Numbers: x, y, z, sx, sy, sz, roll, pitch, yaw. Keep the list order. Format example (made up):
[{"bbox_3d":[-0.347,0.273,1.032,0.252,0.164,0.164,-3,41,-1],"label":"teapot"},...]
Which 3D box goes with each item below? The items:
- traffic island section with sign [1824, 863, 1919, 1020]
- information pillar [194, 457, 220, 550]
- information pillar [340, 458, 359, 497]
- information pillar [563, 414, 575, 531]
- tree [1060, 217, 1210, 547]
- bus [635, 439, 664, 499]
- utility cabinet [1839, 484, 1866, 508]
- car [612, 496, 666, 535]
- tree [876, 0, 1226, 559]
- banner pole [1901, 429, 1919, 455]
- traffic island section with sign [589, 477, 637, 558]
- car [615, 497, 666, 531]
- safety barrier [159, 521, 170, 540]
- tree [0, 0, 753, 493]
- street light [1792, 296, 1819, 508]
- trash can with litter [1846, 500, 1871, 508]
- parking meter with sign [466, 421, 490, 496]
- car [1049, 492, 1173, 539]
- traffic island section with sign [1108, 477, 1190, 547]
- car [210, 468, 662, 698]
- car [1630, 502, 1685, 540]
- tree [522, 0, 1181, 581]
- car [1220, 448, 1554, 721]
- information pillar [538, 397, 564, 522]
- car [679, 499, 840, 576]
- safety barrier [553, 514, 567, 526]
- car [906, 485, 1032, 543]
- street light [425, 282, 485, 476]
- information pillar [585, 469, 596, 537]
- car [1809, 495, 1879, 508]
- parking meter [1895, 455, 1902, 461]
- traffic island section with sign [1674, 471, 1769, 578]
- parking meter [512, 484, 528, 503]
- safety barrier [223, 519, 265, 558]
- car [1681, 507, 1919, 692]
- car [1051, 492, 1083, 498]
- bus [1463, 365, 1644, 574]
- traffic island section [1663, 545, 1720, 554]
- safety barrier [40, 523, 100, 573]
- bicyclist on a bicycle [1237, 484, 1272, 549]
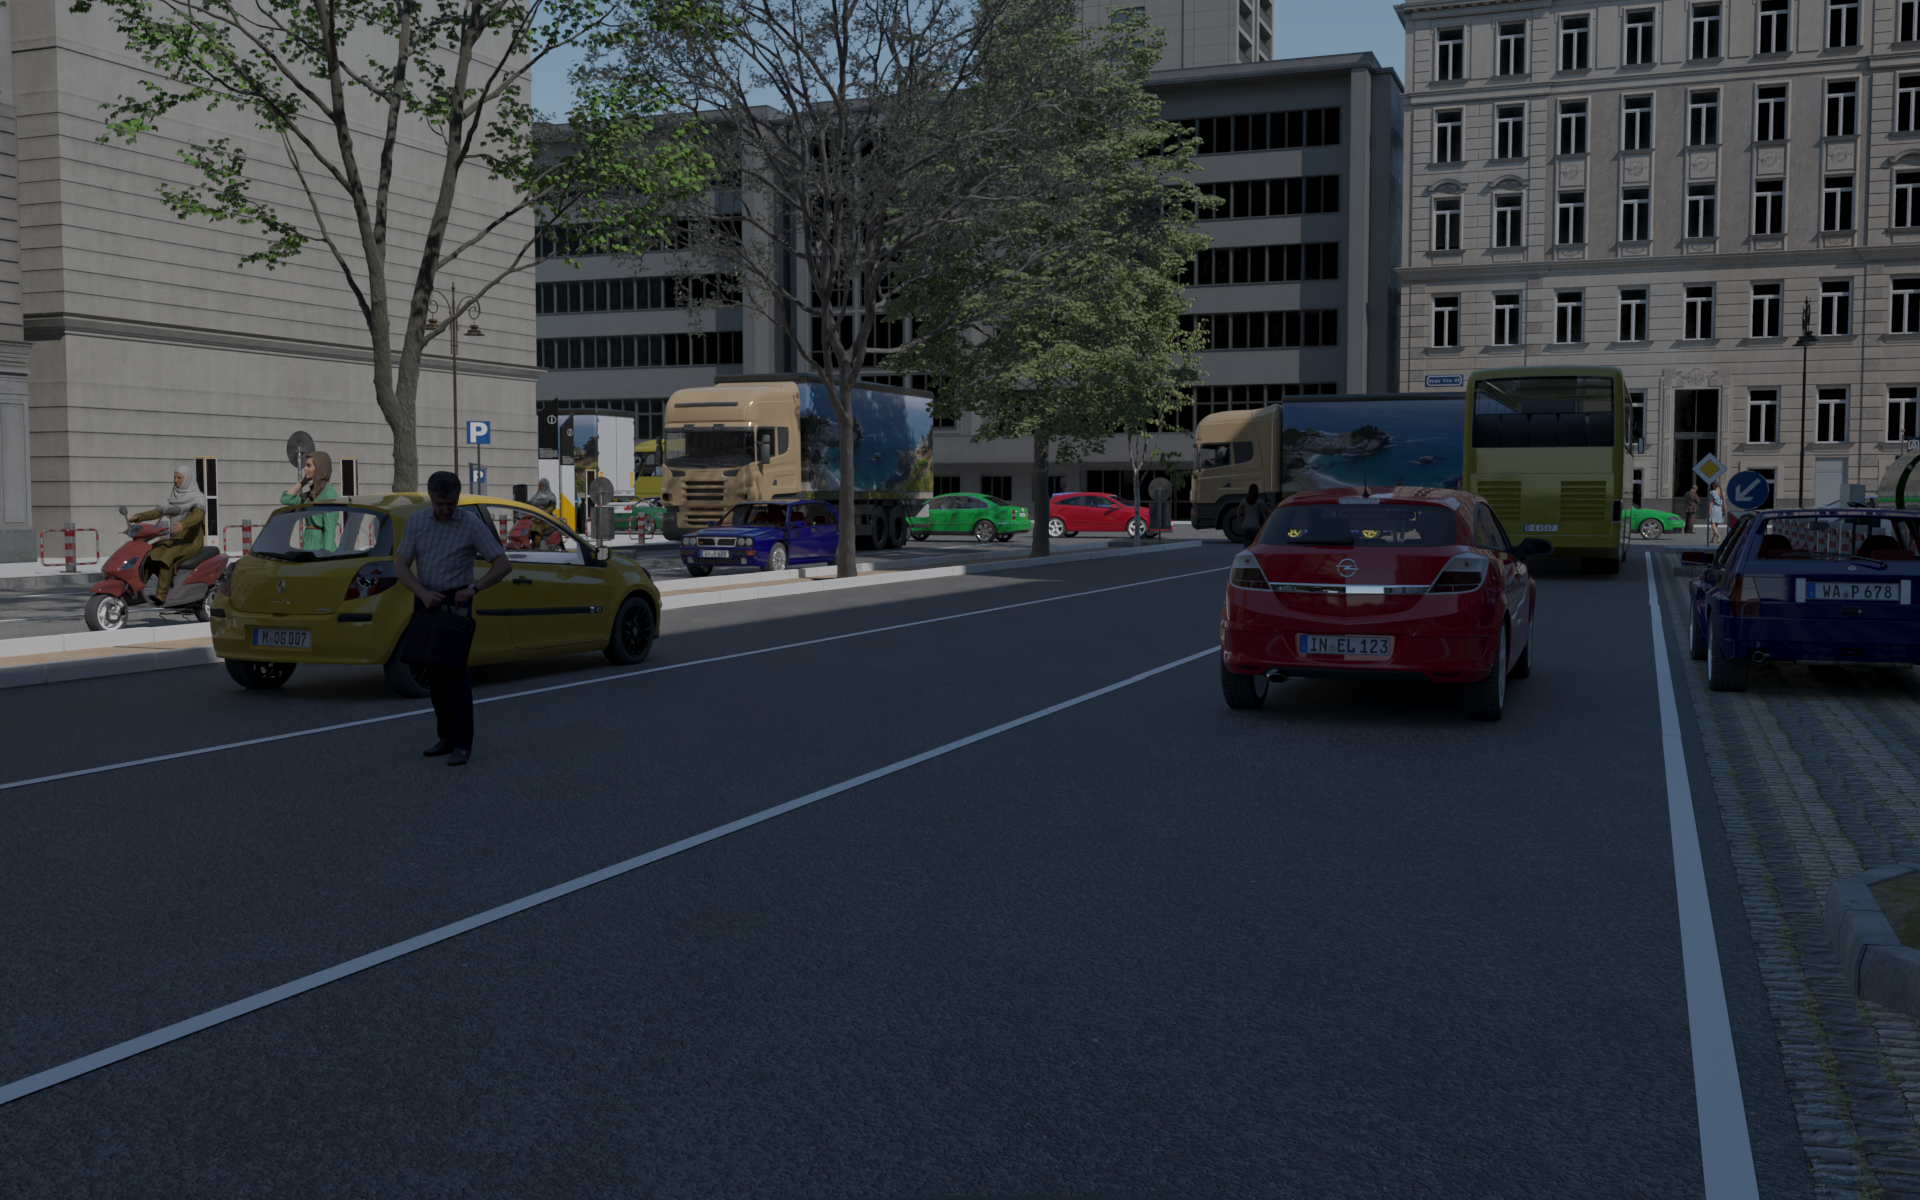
[{"bbox_3d":[3.634,0.226,4.926,1.989,1.847,2.006,1,4,21],"label":"traffic island section with sign"},{"bbox_3d":[-14.902,-1.822,34.281,0.304,2.012,0.304,2,4,28],"label":"information pillar"},{"bbox_3d":[-12.413,-1.881,35.247,0.304,2.012,0.304,-1,4,-8],"label":"information pillar"},{"bbox_3d":[-11.379,-3.601,50.234,0.183,3.616,0.504,2,4,34],"label":"information pillar"},{"bbox_3d":[4.485,-5.568,43.849,4.737,8.622,4.395,0,3,0],"label":"tree"},{"bbox_3d":[-10.081,-5.204,76.630,12.252,3.916,2.896,1,4,23],"label":"bus"},{"bbox_3d":[19.048,-1.731,36.973,0.318,1.500,1.173,1,4,17],"label":"utility cabinet"},{"bbox_3d":[-12.104,-3.076,62.083,4.920,1.459,2.131,1,4,19],"label":"car"},{"bbox_3d":[1.789,-7.143,37.374,7.486,12.596,7.792,0,3,0],"label":"tree"},{"bbox_3d":[36.496,-4.688,66.663,0.863,3.779,0.401,3,4,36],"label":"banner pole"},{"bbox_3d":[-8.331,-1.839,38.702,1.989,1.847,2.006,1,4,21],"label":"traffic island section with sign"},{"bbox_3d":[-11.737,-3.318,66.829,3.894,1.354,1.945,1,4,22],"label":"car"},{"bbox_3d":[-13.743,-0.956,29.903,0.300,0.817,1.120,1,4,21],"label":"safety barrier"},{"bbox_3d":[-5.759,-5.466,17.588,9.928,11.665,9.643,0,3,0],"label":"tree"},{"bbox_3d":[19.785,-4.150,40.645,0.468,5.910,1.993,1,4,21],"label":"street light"},{"bbox_3d":[16.499,-1.219,31.310,1.055,1.170,0.624,0,4,-7],"label":"trash can with litter"},{"bbox_3d":[-11.702,-2.808,42.165,0.543,3.016,1.738,-1,4,-15],"label":"parking meter with sign"},{"bbox_3d":[4.750,-2.909,56.607,4.494,1.783,2.155,1,4,21],"label":"car"},{"bbox_3d":[5.276,-2.382,47.075,2.006,1.907,1.989,1,4,21],"label":"traffic island section with sign"},{"bbox_3d":[-3.945,-0.217,13.766,2.015,1.641,3.980,1,4,23],"label":"car"},{"bbox_3d":[20.558,-2.838,55.196,4.718,1.807,1.959,1,4,23],"label":"car"},{"bbox_3d":[-1.875,-7.037,27.877,12.009,13.543,11.850,0,3,0],"label":"tree"},{"bbox_3d":[3.168,-0.219,12.629,2.155,1.783,4.494,1,4,22],"label":"car"},{"bbox_3d":[-9.873,-3.076,41.654,0.504,3.616,0.183,-1,4,-11],"label":"information pillar"},{"bbox_3d":[-3.400,-1.125,30.973,1.945,1.354,3.894,1,4,23],"label":"car"},{"bbox_3d":[-9.538,-1.612,40.624,0.300,0.817,1.120,1,4,21],"label":"safety barrier"},{"bbox_3d":[-0.215,-2.654,52.195,4.718,1.807,1.959,1,4,21],"label":"car"},{"bbox_3d":[-11.053,-3.985,37.941,0.468,5.910,1.993,1,4,21],"label":"street light"},{"bbox_3d":[-11.023,-2.886,51.681,0.304,2.012,0.304,-1,4,-19],"label":"information pillar"},{"bbox_3d":[29.661,-2.666,55.585,4.499,1.417,2.014,1,4,22],"label":"car"},{"bbox_3d":[14.200,-1.235,25.910,0.255,1.863,0.399,-1,4,-15],"label":"parking meter"},{"bbox_3d":[13.478,-1.309,30.027,1.989,1.847,2.006,1,4,21],"label":"traffic island section with sign"},{"bbox_3d":[-11.055,-2.150,43.562,0.372,1.533,0.369,0,3,0],"label":"parking meter"},{"bbox_3d":[-13.044,-1.065,31.688,0.300,0.817,1.120,1,4,21],"label":"safety barrier"},{"bbox_3d":[6.697,-0.057,13.514,1.945,1.354,3.894,1,4,20],"label":"car"},{"bbox_3d":[5.202,-3.695,70.000,3.694,1.707,1.945,1,4,20],"label":"car"},{"bbox_3d":[11.875,-2.608,34.189,2.896,3.916,12.252,1,4,22],"label":"bus"},{"bbox_3d":[18.071,-1.195,41.815,2.009,0.180,2.903,1,4,21],"label":"traffic island section"},{"bbox_3d":[-14.444,-0.847,28.118,0.300,0.817,1.120,1,4,21],"label":"safety barrier"},{"bbox_3d":[5.215,-1.269,30.772,1.499,1.676,1.625,1,4,20],"label":"bicyclist on a bicycle"}]
